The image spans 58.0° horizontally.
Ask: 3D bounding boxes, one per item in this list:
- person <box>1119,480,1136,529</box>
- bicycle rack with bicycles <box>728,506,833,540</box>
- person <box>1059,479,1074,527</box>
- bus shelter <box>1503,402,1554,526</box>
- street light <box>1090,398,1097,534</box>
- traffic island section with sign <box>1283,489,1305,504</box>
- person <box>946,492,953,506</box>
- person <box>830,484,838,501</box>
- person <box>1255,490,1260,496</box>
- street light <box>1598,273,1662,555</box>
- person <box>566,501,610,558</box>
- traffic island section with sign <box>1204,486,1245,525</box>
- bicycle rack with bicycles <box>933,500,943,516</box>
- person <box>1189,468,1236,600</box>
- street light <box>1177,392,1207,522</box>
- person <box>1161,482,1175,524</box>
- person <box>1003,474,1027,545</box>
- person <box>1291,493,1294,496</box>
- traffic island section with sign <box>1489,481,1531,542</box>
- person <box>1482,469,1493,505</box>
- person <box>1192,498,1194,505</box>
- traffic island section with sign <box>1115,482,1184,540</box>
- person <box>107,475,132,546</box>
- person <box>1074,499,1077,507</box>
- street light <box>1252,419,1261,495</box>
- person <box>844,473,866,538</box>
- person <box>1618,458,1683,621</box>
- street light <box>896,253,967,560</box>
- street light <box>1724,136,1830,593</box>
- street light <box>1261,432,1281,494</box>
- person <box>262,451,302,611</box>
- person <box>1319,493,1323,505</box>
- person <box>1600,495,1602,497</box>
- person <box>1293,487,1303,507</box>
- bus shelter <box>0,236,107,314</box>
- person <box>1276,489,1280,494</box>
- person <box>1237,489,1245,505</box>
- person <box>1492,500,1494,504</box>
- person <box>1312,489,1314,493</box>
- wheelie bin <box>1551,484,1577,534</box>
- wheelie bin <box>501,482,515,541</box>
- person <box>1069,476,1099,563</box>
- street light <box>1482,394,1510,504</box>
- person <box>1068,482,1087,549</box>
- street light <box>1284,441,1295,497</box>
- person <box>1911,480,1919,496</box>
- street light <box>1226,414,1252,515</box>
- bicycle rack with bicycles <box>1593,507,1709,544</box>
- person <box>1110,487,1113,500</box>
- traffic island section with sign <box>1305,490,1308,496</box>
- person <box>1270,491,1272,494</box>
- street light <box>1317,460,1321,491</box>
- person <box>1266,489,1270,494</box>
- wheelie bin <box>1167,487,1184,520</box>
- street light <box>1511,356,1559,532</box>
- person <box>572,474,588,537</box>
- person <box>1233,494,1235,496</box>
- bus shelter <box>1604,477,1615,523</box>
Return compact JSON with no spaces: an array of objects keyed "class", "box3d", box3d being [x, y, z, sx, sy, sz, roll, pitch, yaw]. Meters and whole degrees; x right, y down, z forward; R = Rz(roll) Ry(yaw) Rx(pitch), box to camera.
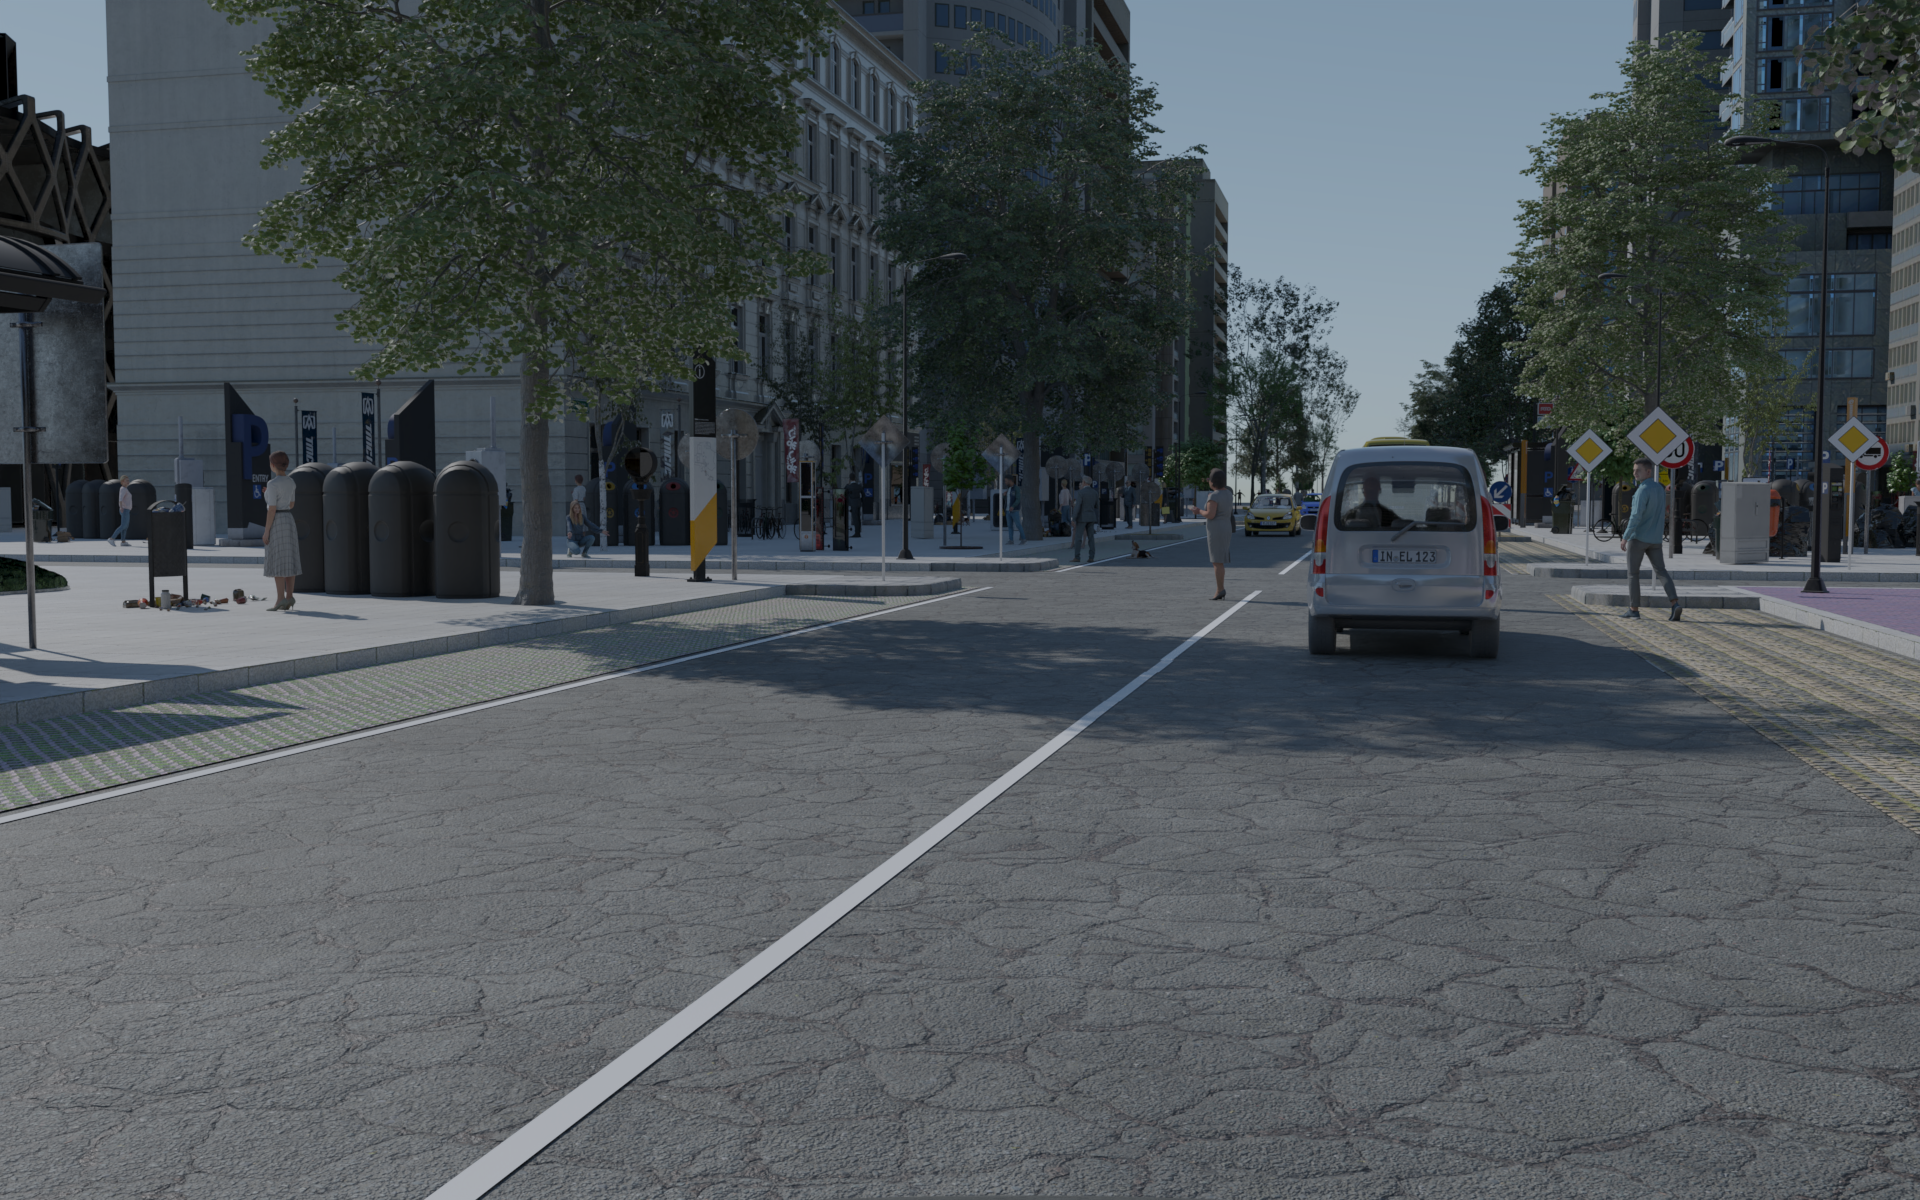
[{"class":"person","box3d":[6.218,-3.555,64.343,0.661,1.801,0.590,3,5,45]},{"class":"bicycle rack with bicycles","box3d":[-4.900,-2.186,49.128,2.852,0.926,2.925,1,4,20]},{"class":"person","box3d":[3.438,-2.910,54.294,0.598,1.740,0.731,1,4,18]},{"class":"bus shelter","box3d":[24.315,-5.871,73.625,2.179,5.291,8.768,1,4,14]},{"class":"street light","box3d":[4.748,-5.072,55.467,1.470,5.913,1.316,1,4,14]},{"class":"traffic island section with sign","box3d":[24.520,-7.397,129.570,1.989,1.847,2.006,1,4,14]},{"class":"person","box3d":[-0.675,-5.526,97.238,0.563,1.720,0.643,-1,4,-19]},{"class":"person","box3d":[-5.160,-4.007,72.142,0.593,1.750,0.643,1,4,10]},{"class":"person","box3d":[40.241,-13.887,233.060,1.348,1.831,0.705,1,4,22]},{"class":"street light","box3d":[14.108,-3.909,36.447,1.470,5.913,1.316,1,4,14]},{"class":"person","box3d":[-7.586,-1.433,34.963,1.012,1.151,0.738,-3,4,-36]},{"class":"traffic island section with sign","box3d":[12.453,-4.410,80.730,1.989,1.847,2.006,1,4,14]},{"class":"bicycle rack with bicycles","box3d":[-2.200,-5.471,102.840,2.852,0.926,2.925,1,4,12]},{"class":"person","box3d":[3.462,-0.893,23.459,0.532,1.782,0.716,3,4,38]},{"class":"street light","box3d":[10.509,-6.494,78.712,1.470,5.913,1.316,1,4,14]},{"class":"person","box3d":[9.041,-4.234,75.486,0.699,1.804,1.509,2,4,28]},{"class":"person","box3d":[1.325,-2.270,43.507,0.721,1.781,0.623,-3,5,-45]},{"class":"person","box3d":[34.518,-10.703,181.754,1.217,1.743,0.721,1,4,10]},{"class":"traffic island section with sign","box3d":[16.250,-2.690,52.604,1.989,1.847,2.006,1,4,14]},{"class":"person","box3d":[6.432,-0.773,21.716,0.480,1.755,0.524,-2,4,-31]},{"class":"person","box3d":[26.915,-11.673,200.129,0.697,1.427,0.421,-3,5,-45]},{"class":"traffic island section with sign","box3d":[6.002,-2.809,54.555,1.989,1.847,2.006,1,4,14]},{"class":"person","box3d":[-20.590,-2.185,42.441,0.598,1.740,0.731,-3,4,-37]},{"class":"person","box3d":[5.971,-5.023,88.138,0.580,1.828,0.573,3,4,37]},{"class":"street light","box3d":[17.725,-8.271,107.767,1.470,5.913,1.316,1,4,14]},{"class":"person","box3d":[-3.138,-2.791,51.046,0.474,1.900,0.648,3,4,38]},{"class":"person","box3d":[7.787,-0.686,19.576,0.638,1.841,0.748,-2,4,-25]},{"class":"street light","box3d":[-0.545,-3.738,33.664,1.470,5.913,1.316,1,4,14]},{"class":"street light","box3d":[10.613,-3.057,22.516,1.470,5.913,1.316,1,4,14]},{"class":"street light","box3d":[23.096,-9.611,129.683,1.470,5.913,1.316,1,4,14]},{"class":"person","box3d":[-7.543,-0.762,19.068,0.524,1.755,0.480,1,4,13]},{"class":"person","box3d":[13.350,-3.326,62.985,0.850,1.850,0.679,2,4,29]},{"class":"person","box3d":[71.457,-11.332,191.411,1.348,1.812,0.705,1,4,19]},{"class":"person","box3d":[18.609,-5.314,95.591,0.606,1.804,0.583,-1,4,-11]},{"class":"bus shelter","box3d":[-8.268,-1.049,11.074,2.014,3.302,5.546,1,4,14]},{"class":"person","box3d":[27.180,-8.689,148.631,0.617,1.759,0.750,-3,4,-38]},{"class":"person","box3d":[31.437,-11.535,194.780,1.348,1.807,0.705,0,4,0]},{"class":"person","box3d":[49.363,-9.479,160.894,0.599,1.838,0.709,1,4,18]},{"class":"person","box3d":[25.701,-7.190,126.198,1.348,1.807,0.705,-1,4,-14]},{"class":"wheelie bin","box3d":[19.431,-2.926,55.746,0.693,1.594,0.980,2,4,32]},{"class":"wheelie bin","box3d":[-12.603,-2.406,47.245,0.980,1.594,0.693,2,4,28]},{"class":"person","box3d":[2.583,-1.689,36.291,0.661,1.801,0.590,-2,4,-34]},{"class":"street light","box3d":[25.015,-6.618,80.740,1.470,5.913,1.316,1,4,14]},{"class":"person","box3d":[3.126,-2.205,44.897,0.599,1.781,0.374,3,4,37]},{"class":"street light","box3d":[28.582,-10.959,151.726,1.470,5.913,1.316,1,4,14]},{"class":"person","box3d":[35.664,-3.566,64.435,0.616,1.811,0.778,2,4,26]},{"class":"street light","box3d":[16.060,-7.851,100.898,1.470,5.913,1.316,1,4,14]},{"class":"bicycle rack with bicycles","box3d":[18.325,-1.988,45.888,2.925,0.926,2.852,1,4,20]},{"class":"person","box3d":[10.413,-6.878,119.163,0.621,1.740,0.551,-1,4,-19]},{"class":"traffic island section with sign","box3d":[31.080,-9.024,156.170,1.989,1.847,2.006,1,4,14]},{"class":"person","box3d":[46.137,-15.321,257.268,1.217,1.736,0.721,1,4,16]},{"class":"street light","box3d":[43.062,-14.563,210.640,1.470,5.913,1.316,1,4,14]},{"class":"person","box3d":[17.320,-5.373,97.189,0.563,1.720,0.643,0,4,-3]},{"class":"wheelie bin","box3d":[10.006,-4.473,81.039,0.980,1.594,0.693,1,4,18]},{"class":"street light","box3d":[19.478,-5.237,58.173,1.470,5.913,1.316,1,4,14]},{"class":"person","box3d":[-9.243,-2.149,41.756,0.524,1.755,0.480,1,4,19]},{"class":"person","box3d":[23.163,-8.734,148.858,1.348,1.822,0.705,-1,4,-12]},{"class":"bus shelter","box3d":[28.219,-5.039,73.667,1.731,3.624,6.357,1,4,14]}]
